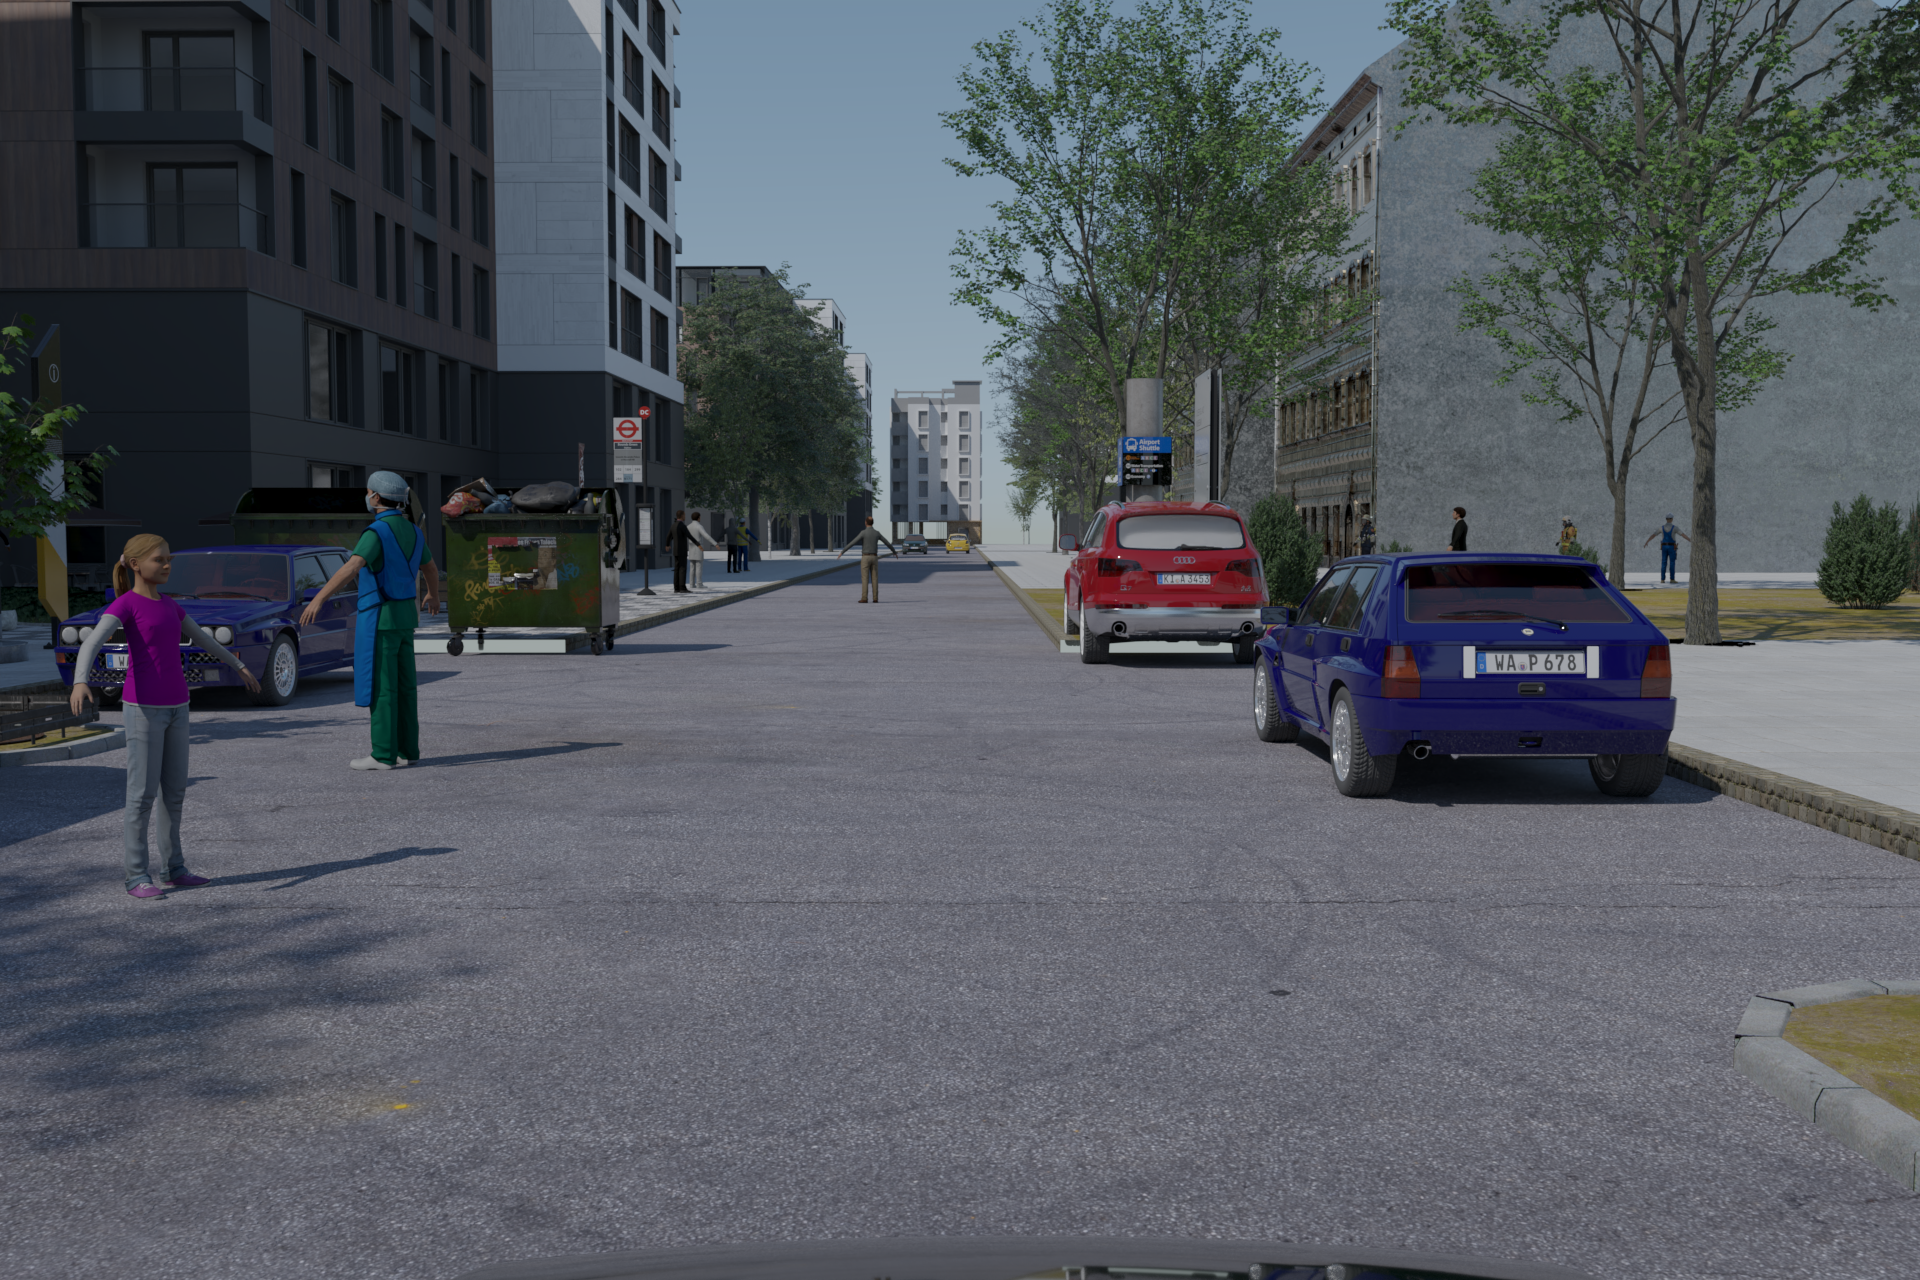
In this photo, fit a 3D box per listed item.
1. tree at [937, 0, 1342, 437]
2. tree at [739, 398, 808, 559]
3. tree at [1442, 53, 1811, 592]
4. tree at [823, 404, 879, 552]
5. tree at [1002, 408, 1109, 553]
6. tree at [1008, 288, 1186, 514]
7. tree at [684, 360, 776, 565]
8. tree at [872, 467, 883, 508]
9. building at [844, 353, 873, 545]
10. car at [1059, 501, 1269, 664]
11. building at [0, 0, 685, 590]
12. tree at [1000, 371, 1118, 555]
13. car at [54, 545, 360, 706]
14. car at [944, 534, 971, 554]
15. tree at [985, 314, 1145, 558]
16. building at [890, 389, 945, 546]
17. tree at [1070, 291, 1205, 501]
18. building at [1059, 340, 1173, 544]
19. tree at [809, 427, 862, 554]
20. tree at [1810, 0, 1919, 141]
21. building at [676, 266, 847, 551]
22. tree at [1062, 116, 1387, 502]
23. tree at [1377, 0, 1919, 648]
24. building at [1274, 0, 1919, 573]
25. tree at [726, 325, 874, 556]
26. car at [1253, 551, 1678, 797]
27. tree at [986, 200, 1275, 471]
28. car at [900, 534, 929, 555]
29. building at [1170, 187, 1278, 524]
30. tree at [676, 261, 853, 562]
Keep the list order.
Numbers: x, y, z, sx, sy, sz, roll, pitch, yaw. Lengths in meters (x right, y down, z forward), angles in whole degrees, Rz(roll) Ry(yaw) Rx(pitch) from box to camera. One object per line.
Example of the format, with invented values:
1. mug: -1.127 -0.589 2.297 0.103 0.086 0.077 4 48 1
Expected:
1. tree: 3.426 -6.589 33.491 9.928 11.665 9.643 0 3 0
2. tree: -10.024 -8.496 89.274 4.360 8.622 3.978 0 3 0
3. tree: 14.773 -6.908 38.708 9.928 11.665 9.643 0 3 0
4. tree: -9.241 -12.031 122.458 9.928 11.665 9.643 0 3 0
5. tree: 6.493 -11.712 117.251 9.928 11.665 9.643 0 3 0
6. tree: 5.785 -8.987 72.698 9.928 11.665 9.643 0 3 0
7. tree: -9.538 -7.462 72.365 4.737 8.622 4.395 0 3 0
8. tree: -13.268 -18.381 218.652 7.486 12.596 7.792 0 3 0
9. building: -24.598 -21.364 193.270 27.936 21.610 32.646 0 4 0
10. car: 2.350 -0.733 20.656 2.281 1.827 5.304 0 4 0
11. building: -25.103 -12.738 52.235 27.936 21.610 32.646 0 4 1
12. tree: 6.131 -11.441 105.192 7.486 12.596 7.792 0 3 0
13. car: -6.471 -0.186 15.620 1.945 1.354 3.894 0 4 0
14. car: -0.168 -7.120 126.628 2.015 1.641 3.980 0 4 -1
15. tree: 6.368 -11.049 91.022 12.009 13.543 11.850 0 3 0
16. building: -8.439 -21.939 217.581 11.380 20.090 16.016 0 4 4
17. tree: 5.594 -6.152 50.947 4.737 8.622 4.395 0 3 0
18. building: 24.731 -21.203 190.649 27.936 21.610 32.646 0 4 0
19. tree: -9.913 -10.885 112.380 7.601 10.594 8.767 0 4 -3
20. tree: 8.101 -4.591 9.473 7.601 10.594 8.767 0 4 -5
21. building: -25.025 -18.628 148.535 27.936 21.610 32.646 0 4 1
22. tree: 6.333 -7.107 41.949 9.928 11.665 9.643 0 3 0
23. tree: 8.460 -5.754 19.826 9.928 11.665 9.643 0 3 0
24. building: 22.904 -14.350 65.552 19.493 23.208 18.063 0 3 0
25. tree: -9.730 -11.897 101.175 9.857 13.997 8.962 0 3 0
26. car: 2.930 0.110 10.788 1.945 1.354 3.894 0 4 0
27. tree: 6.129 -9.247 61.561 12.009 13.543 11.850 0 3 0
28. car: -3.168 -6.857 121.903 2.009 1.686 4.222 0 4 0
29. building: 21.722 -15.999 92.507 19.493 23.208 18.063 0 3 0
30. tree: -9.721 -10.630 80.453 9.857 13.997 8.962 0 3 0
